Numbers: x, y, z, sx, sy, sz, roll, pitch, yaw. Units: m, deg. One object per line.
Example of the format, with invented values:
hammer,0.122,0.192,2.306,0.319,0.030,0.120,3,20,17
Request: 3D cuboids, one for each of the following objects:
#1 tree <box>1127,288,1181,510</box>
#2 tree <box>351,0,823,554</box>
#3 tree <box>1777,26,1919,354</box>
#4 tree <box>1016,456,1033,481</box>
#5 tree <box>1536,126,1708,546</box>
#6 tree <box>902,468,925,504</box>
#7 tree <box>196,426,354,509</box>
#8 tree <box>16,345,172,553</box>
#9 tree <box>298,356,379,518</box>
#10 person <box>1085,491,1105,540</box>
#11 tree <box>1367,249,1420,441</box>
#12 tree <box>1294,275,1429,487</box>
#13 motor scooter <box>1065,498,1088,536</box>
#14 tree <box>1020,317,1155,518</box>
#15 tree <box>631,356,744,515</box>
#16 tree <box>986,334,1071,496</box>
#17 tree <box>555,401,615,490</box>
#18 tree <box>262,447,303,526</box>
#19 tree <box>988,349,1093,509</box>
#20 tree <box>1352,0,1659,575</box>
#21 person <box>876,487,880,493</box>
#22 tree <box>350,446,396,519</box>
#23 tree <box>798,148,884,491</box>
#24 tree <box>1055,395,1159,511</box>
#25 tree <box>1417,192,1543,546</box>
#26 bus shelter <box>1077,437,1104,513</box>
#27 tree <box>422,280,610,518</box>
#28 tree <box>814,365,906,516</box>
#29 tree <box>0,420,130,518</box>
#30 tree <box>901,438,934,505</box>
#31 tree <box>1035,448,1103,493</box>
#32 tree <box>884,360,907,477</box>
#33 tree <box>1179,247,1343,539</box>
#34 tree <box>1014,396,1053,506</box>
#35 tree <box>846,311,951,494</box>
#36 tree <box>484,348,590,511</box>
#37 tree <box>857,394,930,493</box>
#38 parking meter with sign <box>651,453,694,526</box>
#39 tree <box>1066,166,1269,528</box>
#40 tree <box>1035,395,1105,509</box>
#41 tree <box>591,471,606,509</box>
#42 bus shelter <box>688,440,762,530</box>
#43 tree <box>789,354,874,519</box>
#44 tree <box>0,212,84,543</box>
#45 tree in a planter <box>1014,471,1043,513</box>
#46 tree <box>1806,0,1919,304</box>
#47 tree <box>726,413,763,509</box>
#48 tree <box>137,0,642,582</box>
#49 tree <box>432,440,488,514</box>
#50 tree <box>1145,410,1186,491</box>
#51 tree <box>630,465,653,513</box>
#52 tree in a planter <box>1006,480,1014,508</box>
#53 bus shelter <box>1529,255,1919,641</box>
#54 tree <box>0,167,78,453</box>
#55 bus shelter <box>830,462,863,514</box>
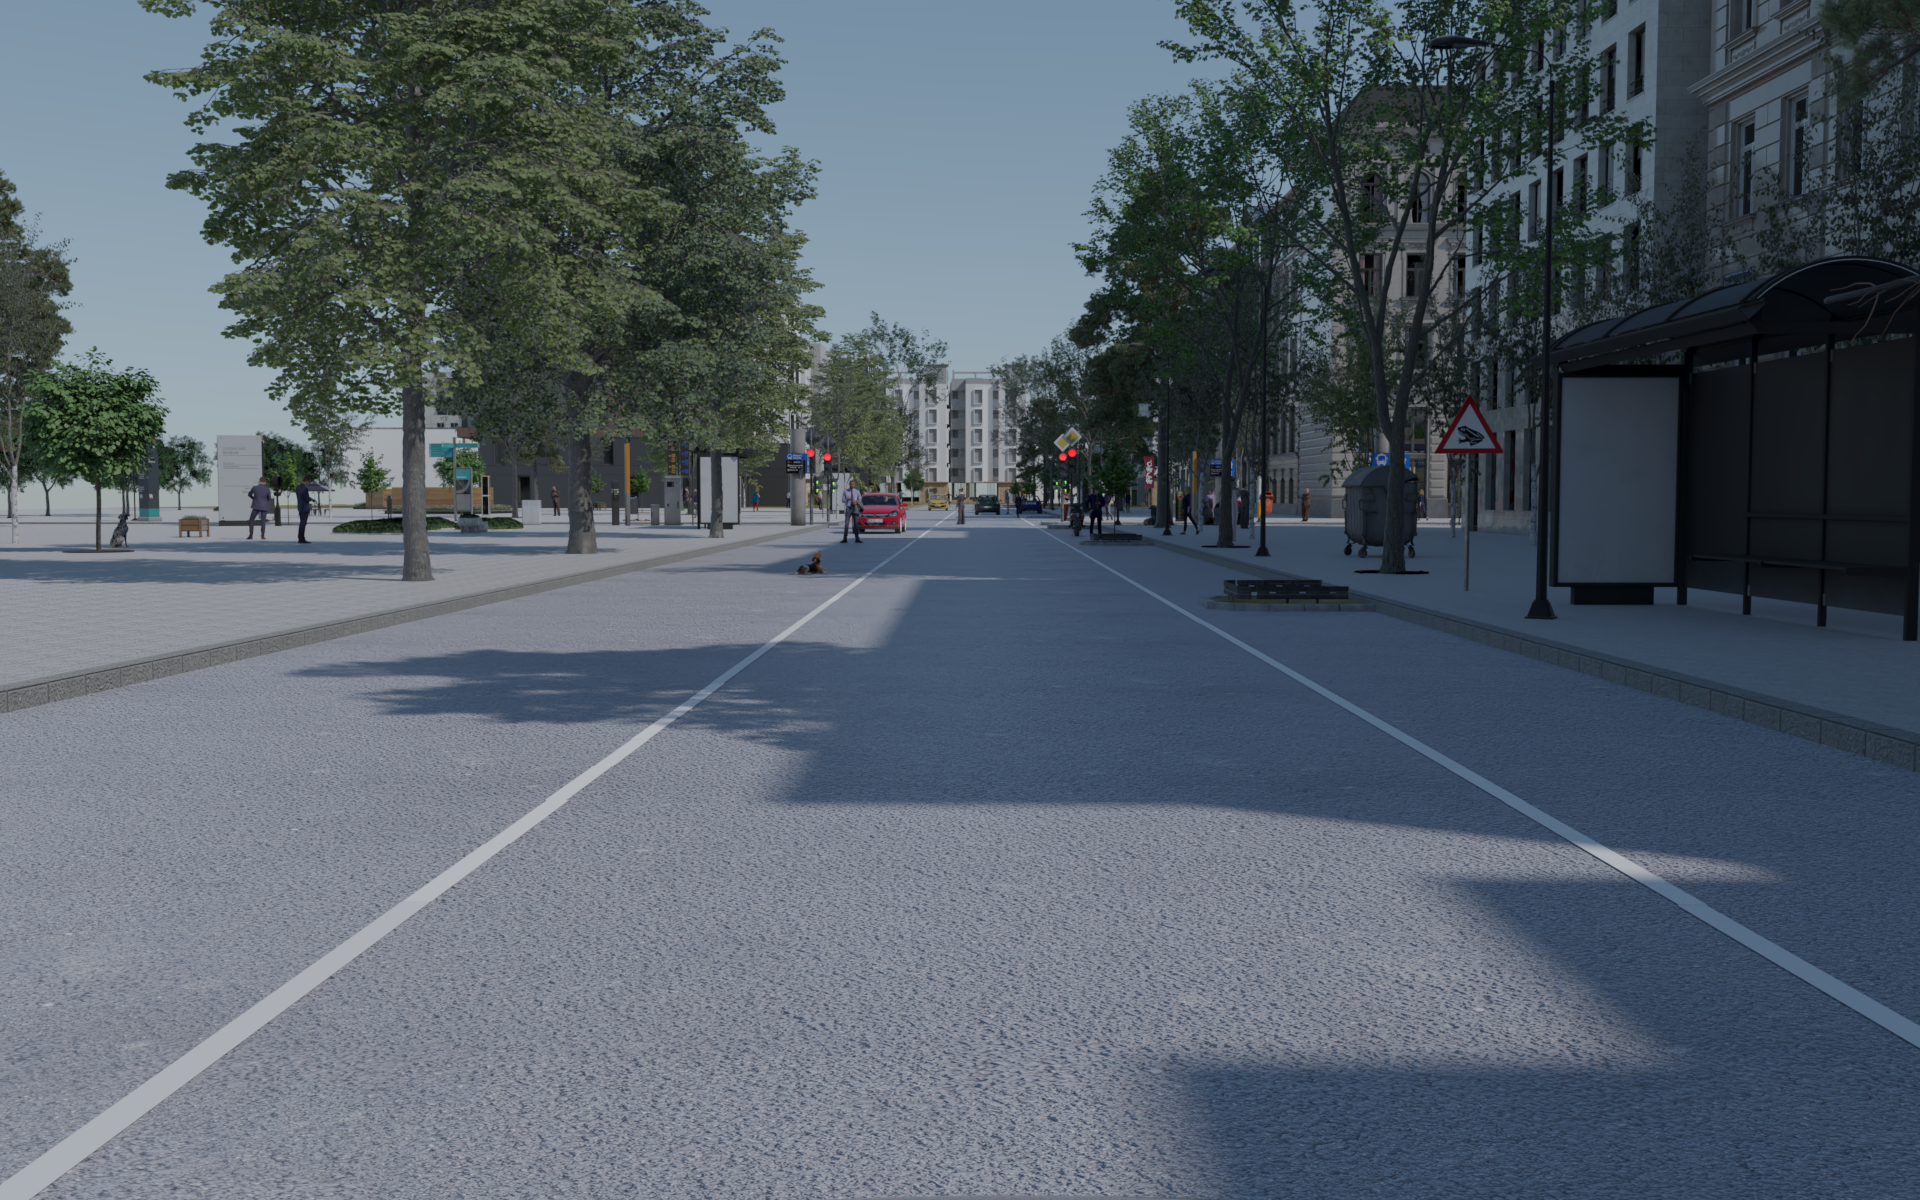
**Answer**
tree,8.184,-6.657,59.199,4.360,8.622,3.978,0,3,0
tree,-8.025,-7.963,36.843,9.857,13.997,8.962,0,3,0
tree,13.703,-4.651,26.399,4.360,8.622,3.978,0,3,0
tree,8.904,-16.634,222.333,4.360,8.622,3.978,0,3,0
tree,14.410,-5.215,35.626,4.360,8.622,3.978,0,3,0
tree,-5.871,-14.503,220.837,4.285,4.588,4.351,0,3,0
tree,-59.096,-11.129,144.868,11.467,7.101,20.602,0,3,0
tree,-19.052,-3.326,38.091,4.285,4.588,4.351,0,3,0
tree,-33.140,-8.632,91.499,4.360,8.622,3.978,0,3,0
person,4.274,-2.752,54.207,0.576,1.737,0.504,-1,4,-22
tree,14.379,-6.149,50.906,4.360,8.622,3.978,0,3,0
tree,13.384,-6.571,57.802,4.737,8.622,4.395,0,3,0
motor scooter,3.998,-2.844,59.280,0.815,1.314,1.986,0,4,3
tree,6.678,-9.635,91.949,7.601,10.594,8.767,0,4,-5
tree,-16.452,-11.005,105.688,9.928,11.665,9.643,0,3,0
tree,9.386,-21.409,205.918,12.611,20.169,13.585,0,3,0
tree,-26.690,-10.511,122.209,4.360,8.622,3.978,0,3,0
tree,-27.520,-4.678,71.092,1.663,3.219,1.824,0,3,0
tree,7.692,-14.392,145.681,12.009,13.543,11.850,0,3,0
tree,6.891,-6.219,27.441,9.928,11.665,9.643,0,3,0
person,-3.404,-3.846,72.308,0.541,1.710,0.530,1,4,9
tree,-23.554,-4.571,69.335,1.663,3.219,1.824,0,3,0
tree,-7.380,-8.097,50.516,7.486,12.596,7.792,0,3,0
tree,12.079,-12.672,129.241,6.751,12.117,7.091,0,3,0
tree,14.327,-5.627,42.371,4.360,8.622,3.978,0,3,0
bus shelter,9.039,-8.706,119.970,2.179,5.291,8.768,0,4,1
tree,-23.719,-11.110,92.020,12.009,13.543,11.850,0,3,0
tree,-6.374,-9.128,99.600,4.737,8.622,4.395,0,3,0
tree,-50.948,-8.352,99.459,11.467,7.101,20.602,-2,4,-27
tree,-5.361,-15.187,198.663,4.360,8.622,3.978,0,3,0
tree,7.759,-7.773,110.802,4.285,4.588,4.351,0,3,0
tree,-7.699,-12.479,122.151,7.486,12.596,7.792,0,3,0
tree,8.558,-6.041,49.129,4.360,8.622,3.978,0,3,0
tree,9.234,-16.249,187.731,6.751,12.117,7.091,0,3,0
tree,-6.800,-19.690,177.817,12.611,20.169,13.585,0,3,0
tree,-32.222,-13.704,131.478,7.806,13.903,7.818,0,3,0
tree,-6.613,-13.944,162.396,8.767,10.594,7.601,2,4,23
parking meter with sign,-11.730,-4.545,70.564,1.738,3.016,0.543,-1,4,-8
tree,7.913,-9.673,65.572,7.806,13.903,7.818,0,3,0
tree,7.067,-9.405,104.126,4.360,8.622,3.978,0,3,0
tree,-30.801,-9.264,146.067,1.663,3.219,1.824,0,3,0
bus shelter,-8.730,-4.354,65.111,2.014,3.302,5.546,0,4,1
tree,-6.638,-8.563,90.363,4.360,8.622,3.978,0,3,0
tree,-24.779,-5.781,44.877,4.360,8.622,3.978,0,3,0
tree in a planter,5.309,-8.202,131.325,1.991,3.239,1.994,0,4,1
tree,6.939,-5.252,7.924,6.751,12.117,7.091,0,3,0
tree,-18.328,-12.026,146.992,4.737,8.622,4.395,0,3,0
tree,-7.696,-6.533,24.946,7.486,12.596,7.792,0,3,0
tree,-30.207,-7.404,104.768,4.285,4.588,4.351,0,3,0
tree,14.814,-10.299,118.751,4.737,8.622,4.395,0,3,0
tree,-21.425,-7.418,115.880,1.663,3.219,1.824,0,3,0
tree in a planter,5.872,-11.318,182.269,1.991,3.239,1.994,0,4,1
bus shelter,7.614,-1.441,17.490,2.014,3.302,5.546,0,4,0
tree,-36.104,-9.565,63.819,7.806,13.903,7.818,0,3,0
bus shelter,-7.498,-7.281,112.968,2.014,3.302,5.546,0,4,1
